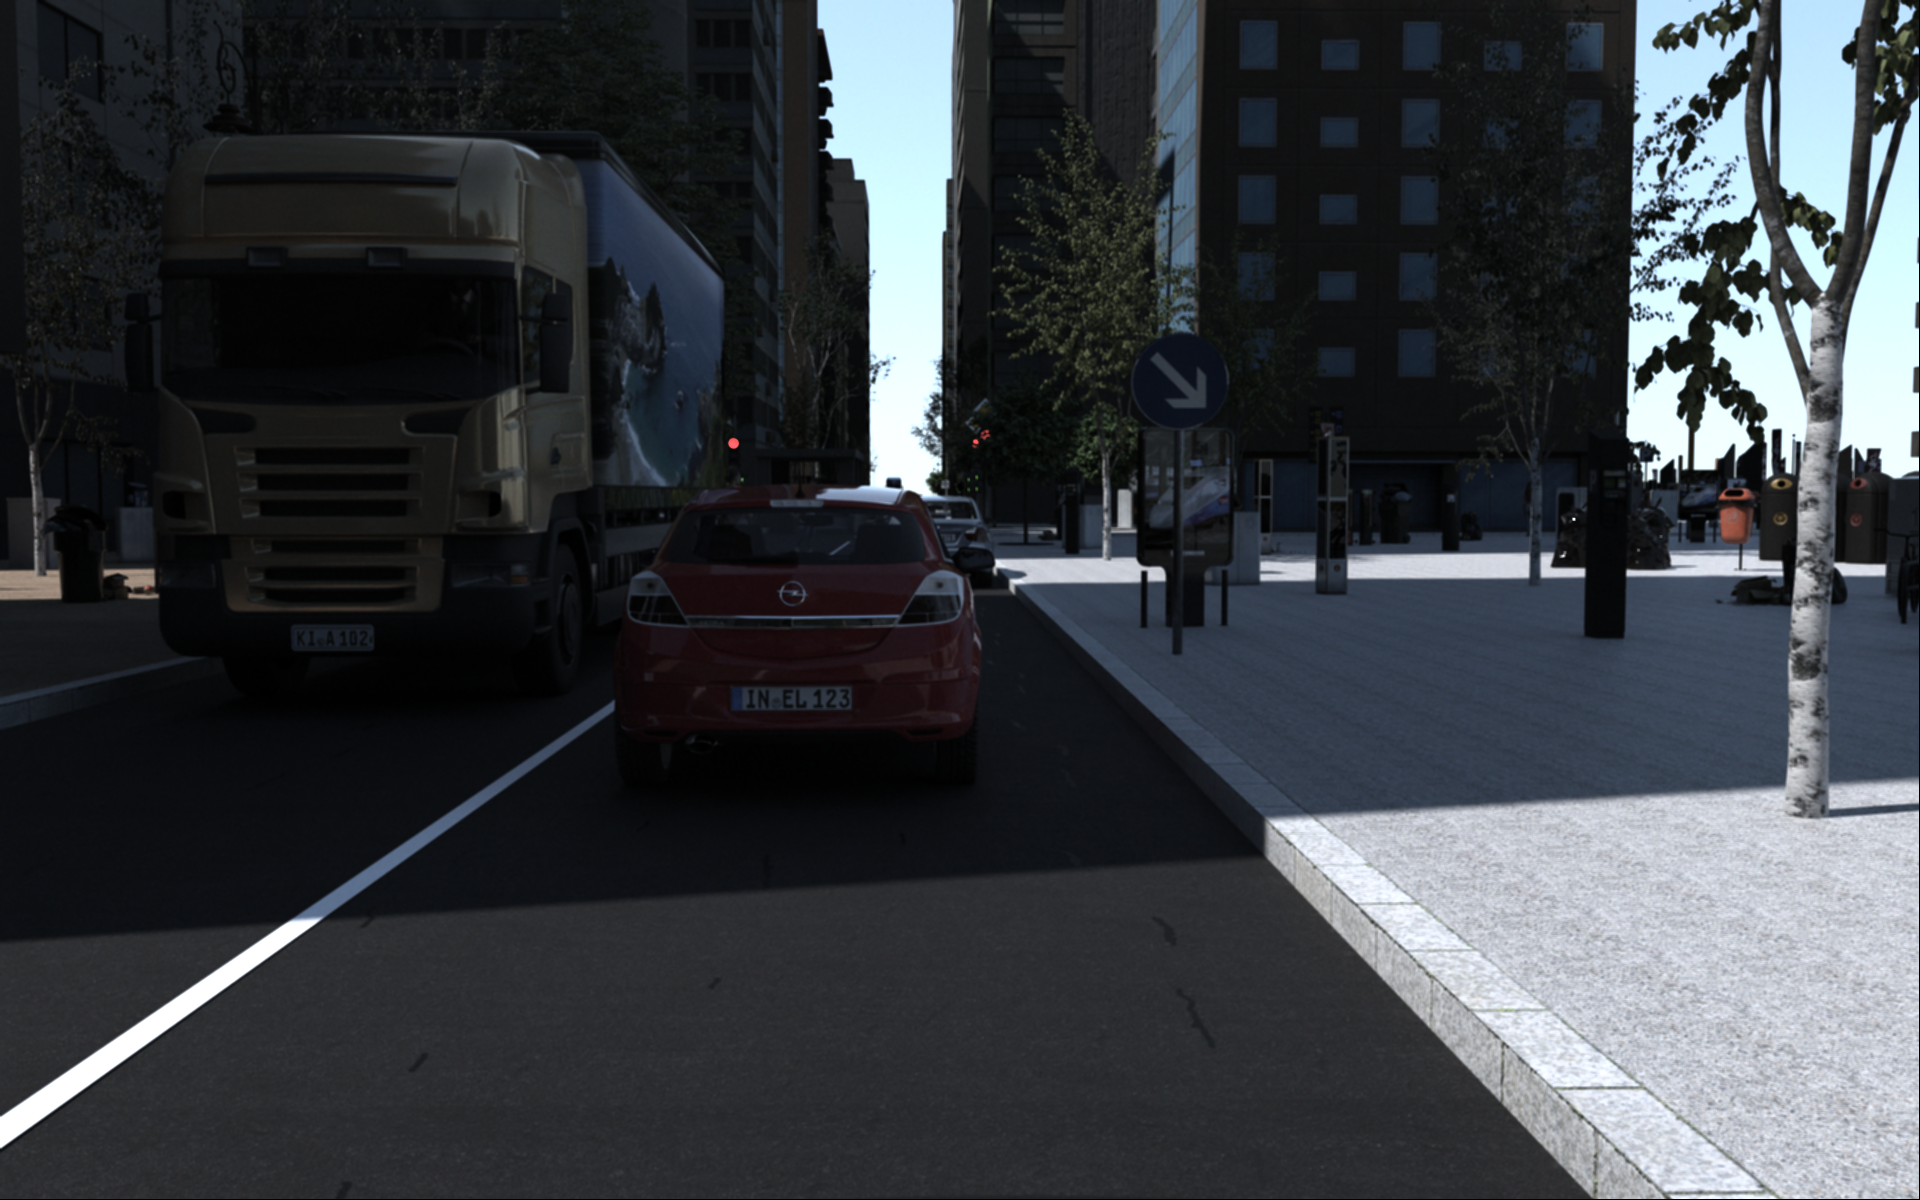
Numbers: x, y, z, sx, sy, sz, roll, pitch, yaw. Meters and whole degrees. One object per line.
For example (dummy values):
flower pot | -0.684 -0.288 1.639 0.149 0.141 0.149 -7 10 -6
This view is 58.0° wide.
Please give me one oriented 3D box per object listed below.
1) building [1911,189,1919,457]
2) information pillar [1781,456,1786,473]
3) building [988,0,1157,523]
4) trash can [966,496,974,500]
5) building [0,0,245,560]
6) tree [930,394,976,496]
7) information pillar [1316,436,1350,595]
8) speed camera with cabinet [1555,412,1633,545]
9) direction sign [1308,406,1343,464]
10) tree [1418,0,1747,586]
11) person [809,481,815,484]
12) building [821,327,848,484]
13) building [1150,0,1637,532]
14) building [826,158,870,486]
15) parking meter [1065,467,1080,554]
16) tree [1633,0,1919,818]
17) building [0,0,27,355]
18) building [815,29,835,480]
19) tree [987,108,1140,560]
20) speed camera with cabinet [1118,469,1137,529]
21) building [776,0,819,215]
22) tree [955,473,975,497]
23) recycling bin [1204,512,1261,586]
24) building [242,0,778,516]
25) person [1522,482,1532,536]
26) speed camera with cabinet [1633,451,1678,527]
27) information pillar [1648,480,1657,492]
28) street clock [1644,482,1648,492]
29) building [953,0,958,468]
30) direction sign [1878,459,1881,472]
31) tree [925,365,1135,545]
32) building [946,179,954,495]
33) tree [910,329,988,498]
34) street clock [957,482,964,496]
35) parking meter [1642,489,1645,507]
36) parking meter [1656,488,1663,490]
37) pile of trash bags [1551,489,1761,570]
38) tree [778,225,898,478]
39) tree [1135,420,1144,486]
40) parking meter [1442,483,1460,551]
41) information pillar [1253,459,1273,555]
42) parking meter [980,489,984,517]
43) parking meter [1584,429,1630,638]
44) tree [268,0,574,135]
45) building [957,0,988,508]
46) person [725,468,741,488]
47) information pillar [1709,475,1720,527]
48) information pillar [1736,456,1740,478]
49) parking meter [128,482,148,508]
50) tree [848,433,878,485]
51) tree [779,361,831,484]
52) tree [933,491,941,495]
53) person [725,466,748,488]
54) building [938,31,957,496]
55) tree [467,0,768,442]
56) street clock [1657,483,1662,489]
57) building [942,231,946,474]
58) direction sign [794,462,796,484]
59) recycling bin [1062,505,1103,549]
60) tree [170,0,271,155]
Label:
building | 52.382 -27.286 69.835 21.600 48.544 21.300 0 4 -1
information pillar | 51.281 -7.143 108.135 0.183 3.616 0.504 -3 4 -39
building | 8.259 -24.350 81.709 14.154 41.232 14.086 0 4 -1
trash can | 0.762 -6.472 117.468 0.748 1.137 0.748 0 3 0
building | -28.998 -36.560 36.011 20.611 71.187 20.563 0 4 -1
tree | -0.180 -10.672 124.846 4.360 8.622 3.978 0 3 0
information pillar | 4.766 -1.081 22.173 0.304 2.012 0.304 -1 4 -17
speed camera with cabinet | 15.199 -2.899 41.730 0.660 3.252 2.038 -1 4 -15
direction sign | 9.459 -3.232 44.847 0.876 3.537 0.379 0 4 3
tree | 8.105 -4.491 23.796 4.360 8.622 3.978 0 3 0
person | -3.674 -1.942 40.924 0.598 1.740 0.731 2 4 28
building | -26.725 -21.149 190.825 27.650 21.520 28.899 0 4 -1
building | 14.982 -25.273 63.318 14.200 45.320 14.600 0 4 -1
building | -24.139 -38.470 252.679 21.300 48.544 21.600 0 4 -1
parking meter | 2.410 -1.920 37.099 0.255 1.863 0.399 1 4 12
tree | 3.609 -3.448 6.741 4.737 8.622 4.395 0 3 0
building | -16.240 -21.962 9.194 14.600 45.320 14.200 0 4 -1
building | -23.128 -30.993 161.364 22.147 44.769 28.867 0 4 -1
tree | 2.742 -5.056 33.034 4.737 8.622 4.395 0 3 0
speed camera with cabinet | 6.511 -4.330 65.129 0.660 3.252 2.038 1 4 23
building | -18.728 -29.954 139.856 14.600 45.320 14.200 0 4 -1
tree | 0.116 -8.651 136.044 1.663 3.219 1.824 0 3 0
recycling bin | 3.814 -0.740 24.652 0.722 1.027 0.722 -1 4 -14
building | -20.196 -23.112 69.764 32.217 40.220 23.993 0 4 -1
person | 17.804 -2.782 53.996 0.555 1.821 0.388 2 4 32
speed camera with cabinet | 27.328 -4.542 68.596 2.038 3.252 0.660 1 4 15
information pillar | 35.628 -5.177 89.138 0.304 2.012 0.304 -2 4 -26
street clock | 39.687 -5.851 100.226 0.358 2.002 0.471 1 4 9
building | 9.775 -39.862 193.749 21.231 58.520 28.212 0 4 -1
direction sign | 58.642 -7.294 111.251 0.876 3.537 0.379 2 4 35
tree | 1.758 -3.677 43.841 4.285 4.588 4.351 0 3 0
building | 5.156 -33.230 226.905 14.154 41.232 14.086 0 4 -1
tree | 0.783 -9.974 97.482 7.601 10.594 8.767 -1 4 -10
street clock | 0.040 -6.237 106.552 0.471 2.002 0.358 0 4 6
parking meter | 33.912 -4.762 86.271 0.372 1.533 0.369 0 3 0
parking meter | 29.327 -3.940 72.836 0.372 1.533 0.369 0 3 0
pile of trash bags | 11.950 -1.233 29.912 3.447 1.369 1.912 3 5 42
tree | -10.956 -16.433 124.575 12.611 20.169 13.585 0 3 0
tree | 5.300 -4.743 61.259 4.285 4.588 4.351 0 3 0
parking meter | 11.091 -1.878 39.108 0.372 1.533 0.369 0 3 0
information pillar | 6.400 -1.964 36.608 0.304 2.012 0.304 -1 4 -13
parking meter | 1.262 -5.048 90.946 0.372 1.533 0.369 0 3 0
parking meter | 5.776 -0.597 15.469 0.255 1.863 0.399 0 4 1
tree | -7.533 -4.695 27.129 4.360 8.622 3.978 0 3 0
building | 10.657 -32.065 147.957 21.300 48.544 21.600 0 4 -1
person | -2.967 -0.881 23.252 0.599 1.781 0.374 0 4 4
information pillar | 29.190 -3.825 67.034 0.304 2.012 0.304 1 4 11
information pillar | 47.468 -6.993 105.697 0.183 3.616 0.504 0 4 2
parking meter | -17.207 -1.705 36.280 0.372 1.533 0.369 0 3 0
tree | -11.839 -15.811 208.866 4.360 8.622 3.978 0 3 0
tree | -9.207 -8.944 96.595 4.737 8.622 4.395 0 3 0
tree | -3.280 -15.088 241.293 1.663 3.219 1.824 0 3 0
person | -3.734 -1.294 29.022 0.648 1.900 0.474 -3 5 -42
building | 6.887 -50.724 267.594 20.563 71.187 20.611 0 4 -1
tree | -8.413 -7.441 39.782 7.486 12.596 7.792 0 3 0
street clock | 44.631 -6.496 110.772 0.358 2.002 0.471 -3 5 -44
building | 4.001 -38.874 285.691 14.600 45.320 14.200 0 4 -1
direction sign | -8.396 -5.889 88.281 0.379 3.537 0.876 -1 4 -11
recycling bin | 2.887 -1.730 40.843 0.722 1.027 0.722 3 5 40
tree | -8.372 -4.319 20.982 4.360 8.622 3.978 0 3 0
